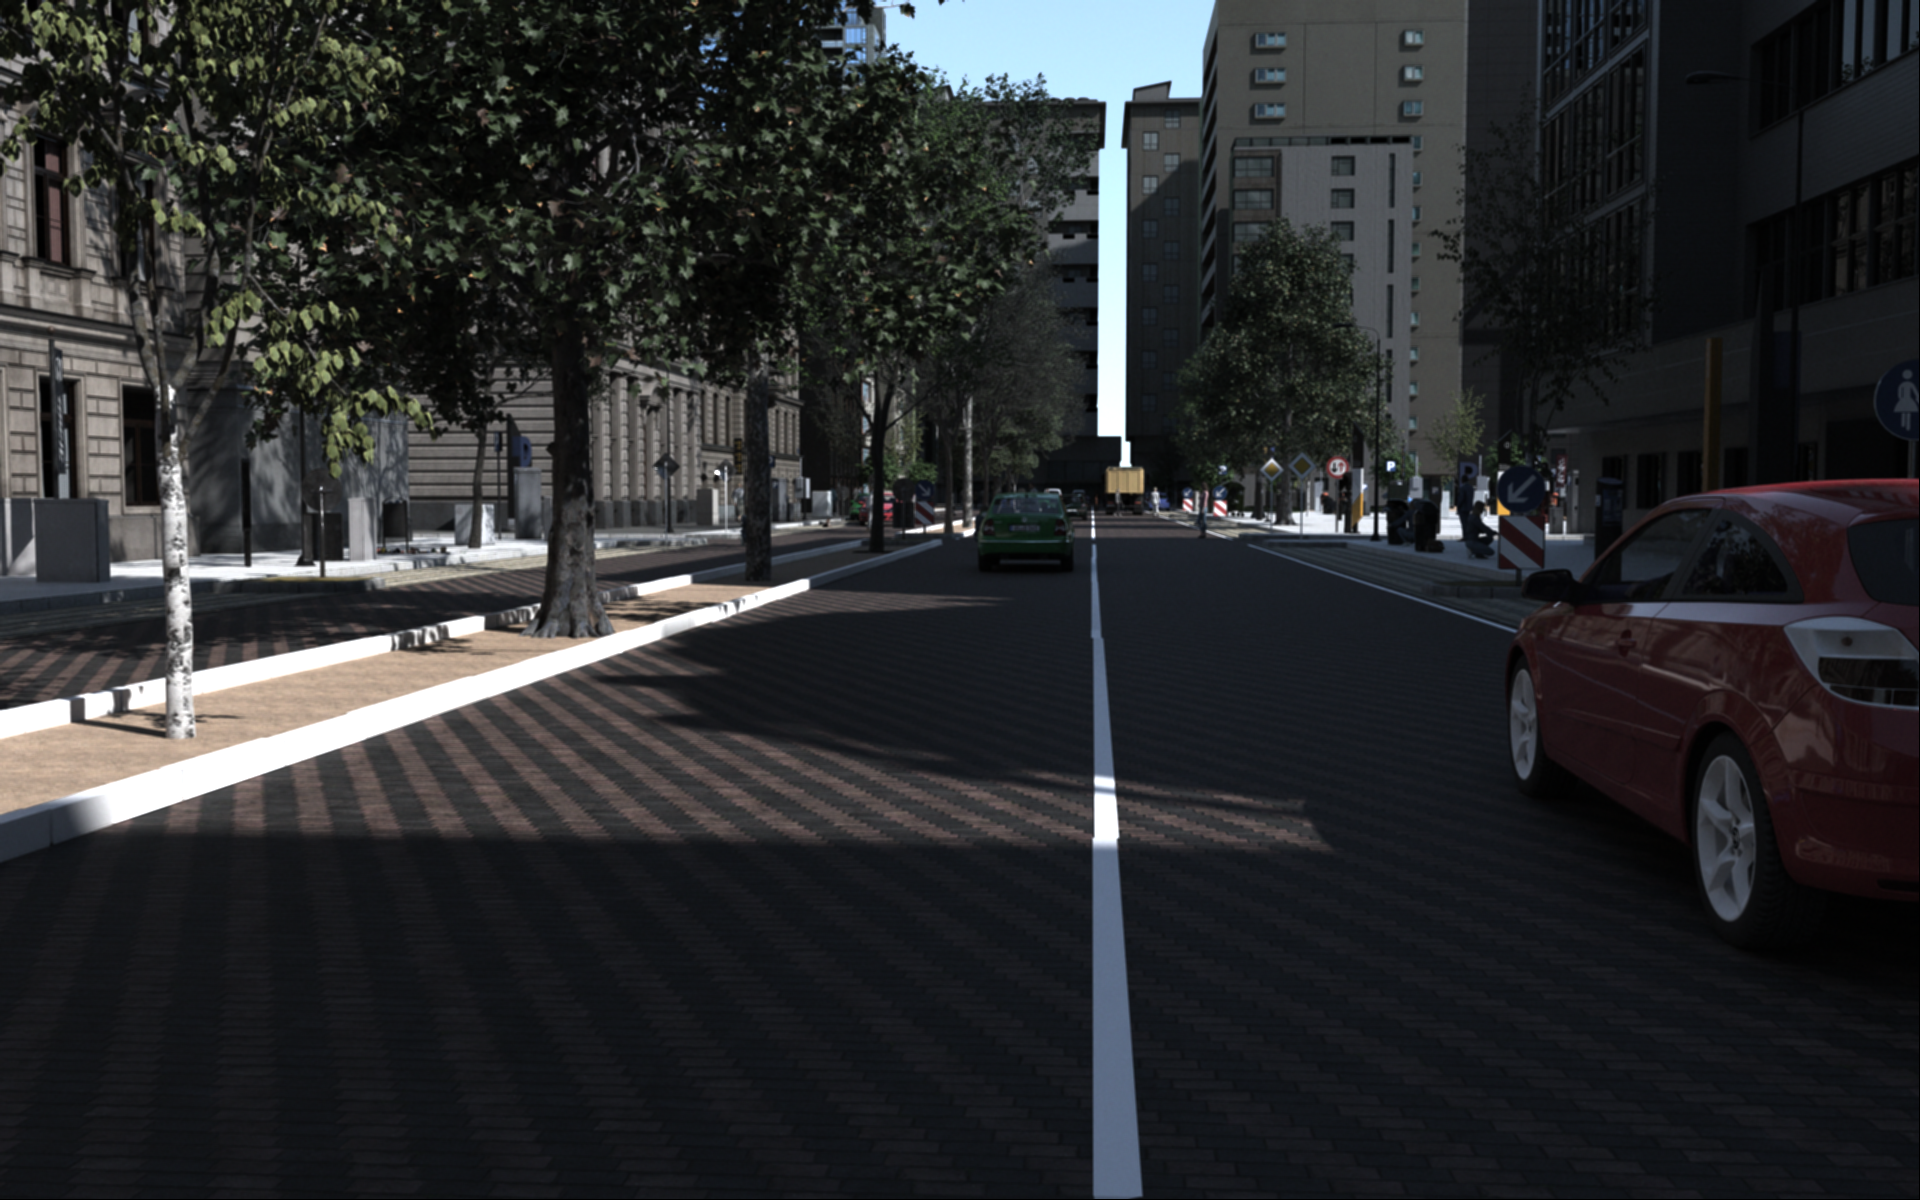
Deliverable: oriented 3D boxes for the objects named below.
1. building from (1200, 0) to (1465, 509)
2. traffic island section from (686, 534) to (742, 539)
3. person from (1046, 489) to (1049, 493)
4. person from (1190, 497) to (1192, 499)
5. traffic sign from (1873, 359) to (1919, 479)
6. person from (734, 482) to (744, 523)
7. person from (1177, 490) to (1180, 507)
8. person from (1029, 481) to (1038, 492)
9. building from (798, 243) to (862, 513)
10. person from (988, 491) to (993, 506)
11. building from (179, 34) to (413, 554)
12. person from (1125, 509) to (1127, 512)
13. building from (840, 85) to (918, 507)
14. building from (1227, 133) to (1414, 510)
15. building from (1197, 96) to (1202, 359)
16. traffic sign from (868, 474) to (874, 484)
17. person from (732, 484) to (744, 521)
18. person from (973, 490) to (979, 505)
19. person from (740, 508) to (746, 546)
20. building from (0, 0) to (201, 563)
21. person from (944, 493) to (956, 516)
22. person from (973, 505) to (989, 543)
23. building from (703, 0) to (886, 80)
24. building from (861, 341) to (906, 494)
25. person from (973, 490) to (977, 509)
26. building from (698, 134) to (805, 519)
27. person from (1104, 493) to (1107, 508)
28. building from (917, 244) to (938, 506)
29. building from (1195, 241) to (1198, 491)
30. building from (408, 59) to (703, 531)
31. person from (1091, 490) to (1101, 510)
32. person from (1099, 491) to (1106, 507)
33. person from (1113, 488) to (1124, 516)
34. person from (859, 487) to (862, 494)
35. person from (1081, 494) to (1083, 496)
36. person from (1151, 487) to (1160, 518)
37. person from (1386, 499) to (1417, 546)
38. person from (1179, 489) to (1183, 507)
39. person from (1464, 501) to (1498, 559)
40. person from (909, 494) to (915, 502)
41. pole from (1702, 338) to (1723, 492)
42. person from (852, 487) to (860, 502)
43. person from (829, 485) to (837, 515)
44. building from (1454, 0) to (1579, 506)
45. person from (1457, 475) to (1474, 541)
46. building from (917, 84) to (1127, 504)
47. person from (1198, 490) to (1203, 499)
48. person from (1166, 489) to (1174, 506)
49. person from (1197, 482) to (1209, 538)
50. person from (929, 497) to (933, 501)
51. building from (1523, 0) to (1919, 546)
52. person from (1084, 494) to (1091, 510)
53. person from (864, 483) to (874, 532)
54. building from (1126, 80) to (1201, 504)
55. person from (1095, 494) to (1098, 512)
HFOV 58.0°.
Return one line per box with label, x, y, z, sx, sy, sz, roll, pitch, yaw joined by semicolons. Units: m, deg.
building;33.797;-32.863;161.016;21.300;48.544;21.600;0;4;4
traffic island section;-7.696;-2.108;56.742;2.009;0.180;2.903;0;4;4
person;6.020;-6.842;120.541;0.590;1.801;0.661;0;4;-5
person;17.744;-7.515;132.144;0.421;1.427;0.697;3;5;44
traffic sign;9.049;-1.000;16.464;0.768;2.556;0.104;0;4;8
person;-9.800;-4.327;77.015;0.478;1.798;0.641;1;4;11
person;21.927;-10.189;173.354;0.721;1.743;1.217;1;4;11
person;2.471;-2.912;55.964;0.795;1.843;0.661;0;4;2
building;-14.178;-17.964;123.395;12.332;23.373;15.834;0;4;4
person;3.118;-10.992;188.302;0.705;1.814;1.350;-3;5;-40
building;-23.893;-11.777;41.706;18.267;20.994;9.793;0;4;4
person;13.172;-7.782;136.450;0.721;1.736;1.217;0;4;1
building;-11.763;-29.618;167.842;14.154;41.232;14.086;0;4;4
building;29.013;-22.701;142.860;14.160;30.474;14.107;0;4;4
building;31.563;-30.319;179.317;14.154;41.232;14.086;0;4;4
traffic sign;-5.419;-6.647;108.786;0.768;2.556;0.104;1;4;12
person;-10.472;-4.638;81.968;0.391;1.810;0.635;2;4;33
person;1.825;-12.121;204.746;0.750;1.759;0.617;0;4;5
person;-5.685;-2.075;47.924;0.738;1.151;1.012;1;4;18
building;-20.974;-9.888;26.303;10.561;19.102;19.286;0;4;4
person;-0.660;-6.294;111.504;0.767;1.812;0.694;2;4;29
person;0.645;-1.907;45.171;0.738;1.151;1.012;-2;4;-30
building;-22.567;-56.049;229.078;31.000;86.520;22.319;0;4;4
building;-19.957;-18.502;147.552;27.650;21.520;28.899;0;4;4
person;1.416;-9.365;161.719;0.705;1.812;1.348;0;4;2
building;-17.019;-17.071;98.201;14.460;24.649;34.723;0;4;4
person;15.242;-10.423;179.833;0.541;1.710;0.530;1;4;22
building;-9.752;-26.087;198.226;14.107;30.474;14.160;0;4;4
building;33.352;-25.835;194.100;14.160;30.474;14.107;0;4;4
building;-17.183;-14.712;69.423;11.050;23.489;19.941;0;4;4
person;12.652;-9.298;160.663;1.348;1.807;0.705;-3;4;-39
person;16.041;-11.240;192.216;1.348;1.831;0.705;3;5;44
person;10.477;-6.481;114.644;0.728;1.800;0.709;3;4;38
person;-7.197;-7.244;124.666;0.419;1.800;0.721;-1;4;-17
person;10.004;-7.963;141.956;0.557;1.426;1.065;-1;4;-10
person;11.838;-5.911;105.022;0.514;1.842;0.818;0;4;-3
person;10.991;-1.903;42.647;1.012;1.151;0.738;-1;4;-15
person;22.483;-10.459;177.054;0.705;1.824;1.348;3;5;40
person;10.392;-1.398;34.401;0.738;1.151;1.012;1;4;14
person;-3.942;-8.017;140.361;0.697;1.427;0.421;-2;4;-34
pole;9.854;-1.767;22.726;0.158;3.312;0.155;0;3;0
person;-6.816;-6.518;112.425;0.447;1.846;0.655;3;5;44
person;-7.718;-5.986;103.779;0.638;1.841;0.748;3;5;43
building;57.076;-45.895;188.632;20.611;71.187;20.563;0;4;4
person;13.678;-2.485;46.862;0.419;1.800;0.721;3;5;42
building;7.675;-39.261;231.150;27.495;52.752;28.713;0;4;4
person;17.021;-7.067;121.939;0.532;1.782;0.716;-3;4;-39
person;21.628;-10.579;179.146;0.705;1.807;1.348;-3;5;-44
person;7.946;-2.948;56.715;0.388;1.821;0.555;-1;4;-12
person;-2.963;-10.062;170.574;0.705;1.821;1.348;-2;4;-29
building;20.050;-12.786;28.118;14.314;24.678;30.058;0;4;4
person;11.325;-8.694;153.877;0.697;1.427;0.421;-2;4;-25
person;-3.217;-3.445;64.701;0.818;1.842;0.514;0;4;-8
building;35.210;-39.133;229.069;27.495;52.752;28.713;0;4;4
person;10.922;-7.758;138.602;0.557;1.426;1.065;0;4;1
